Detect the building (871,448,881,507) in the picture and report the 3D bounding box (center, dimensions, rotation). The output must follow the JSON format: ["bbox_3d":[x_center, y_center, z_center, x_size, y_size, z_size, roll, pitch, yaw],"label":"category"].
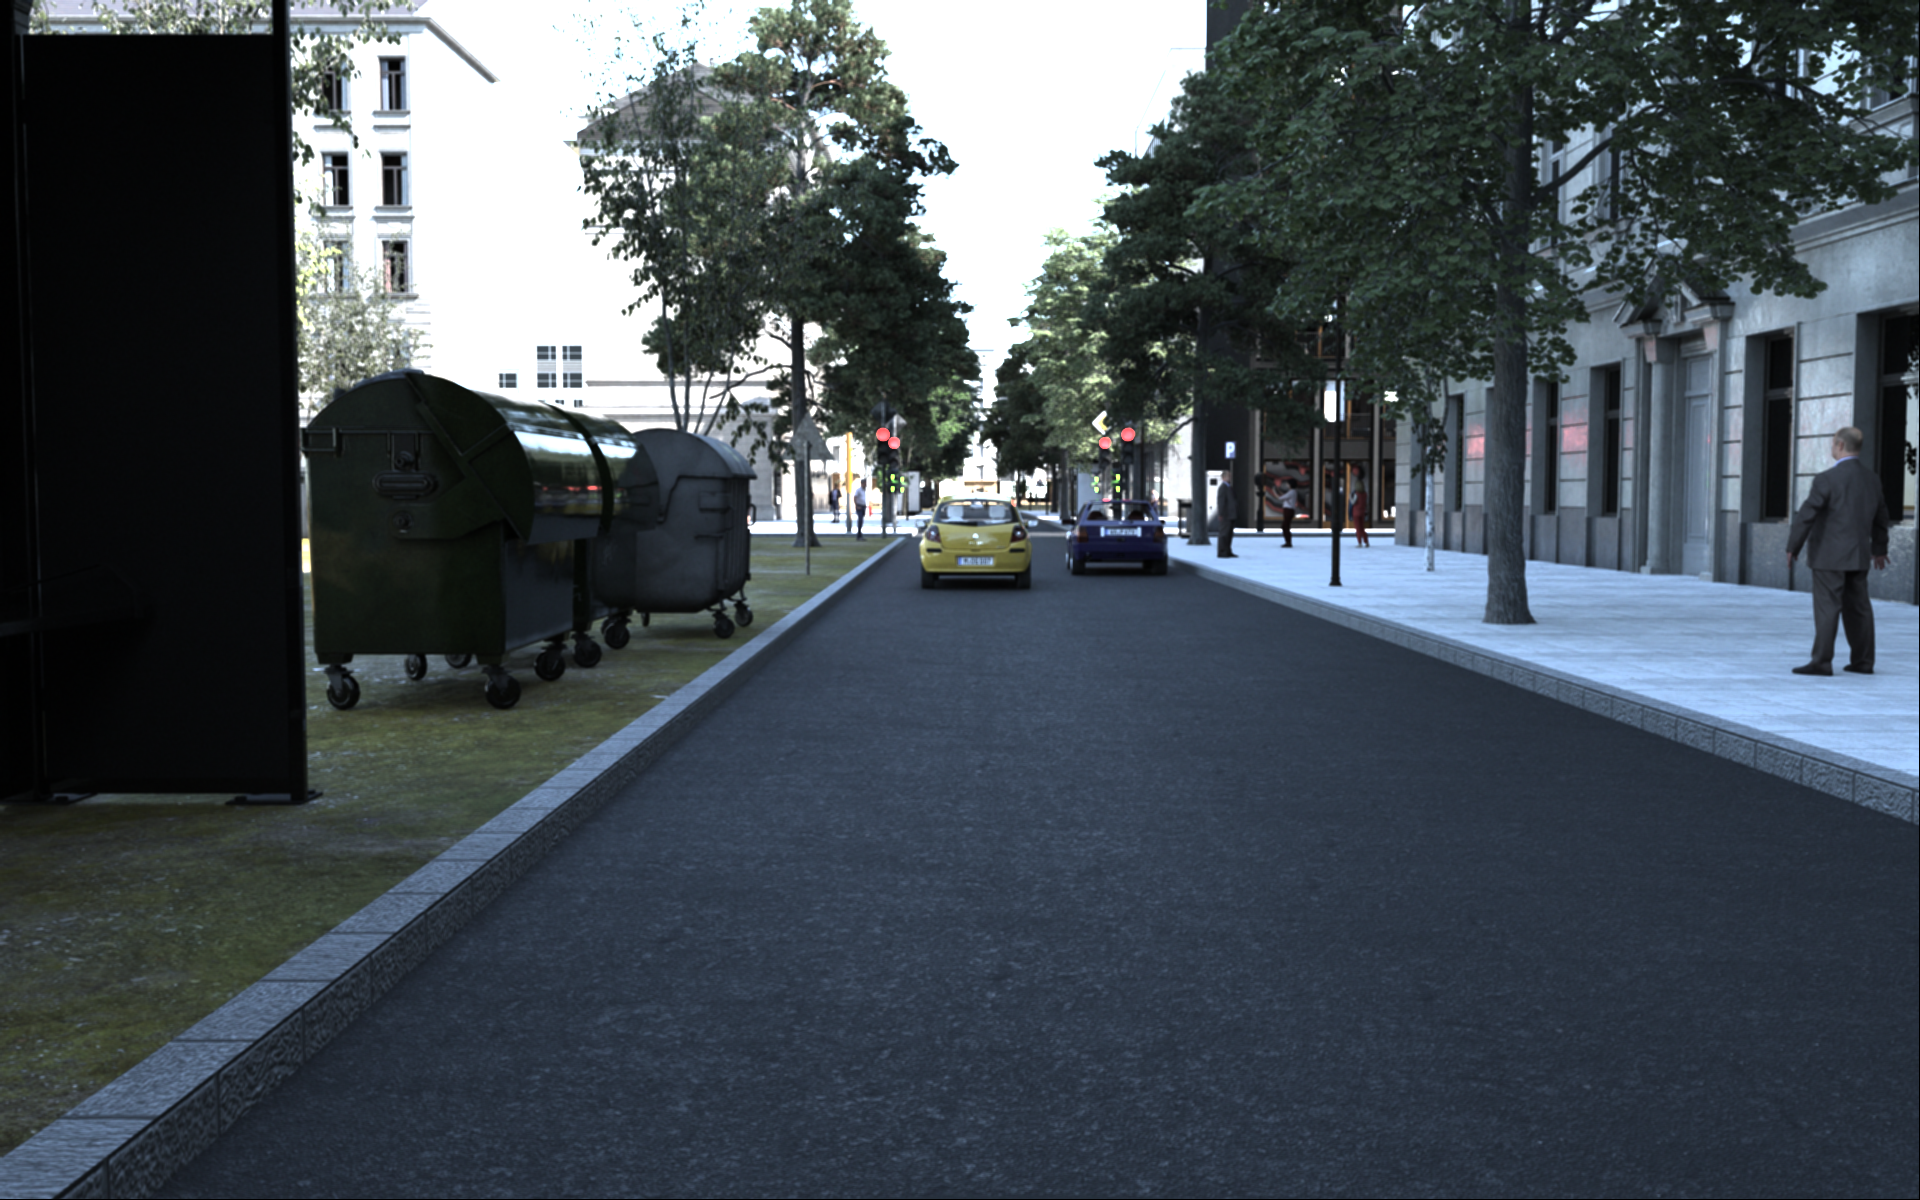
[{"bbox_3d":[-15.496,-19.702,178.541,16.016,20.091,11.380,0,3,0],"label":"building"}]

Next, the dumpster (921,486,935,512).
[{"bbox_3d":[-2.495,-7.438,127.368,1.264,1.857,1.865,0,4,0],"label":"dumpster"}]

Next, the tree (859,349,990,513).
[{"bbox_3d":[-2.766,-12.824,116.335,9.857,13.997,8.962,0,3,0],"label":"tree"}]

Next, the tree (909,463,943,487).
[{"bbox_3d":[-3.343,-15.212,170.776,6.751,12.117,7.091,0,3,0],"label":"tree"}]

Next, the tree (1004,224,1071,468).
[{"bbox_3d":[5.513,-8.866,63.086,7.486,12.596,7.792,0,3,0],"label":"tree"}]

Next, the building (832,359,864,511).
[{"bbox_3d":[-15.726,-17.293,139.165,16.016,20.091,11.380,0,3,0],"label":"building"}]

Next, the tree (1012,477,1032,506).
[{"bbox_3d":[6.710,-11.322,179.713,1.663,3.219,1.824,0,3,0],"label":"tree"}]

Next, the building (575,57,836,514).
[{"bbox_3d":[-15.406,-19.974,113.961,14.401,28.519,23.554,0,3,0],"label":"building"}]

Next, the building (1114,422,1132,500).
[{"bbox_3d":[17.010,-17.512,122.475,11.583,22.565,21.152,0,3,0],"label":"building"}]

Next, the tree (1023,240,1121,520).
[{"bbox_3d":[5.506,-10.998,87.248,7.806,13.903,7.818,0,3,0],"label":"tree"}]

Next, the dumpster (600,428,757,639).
[{"bbox_3d":[-2.603,-0.627,16.007,1.264,1.857,1.865,0,4,0],"label":"dumpster"}]

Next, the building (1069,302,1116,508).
[{"bbox_3d":[18.783,-17.714,156.087,16.747,18.905,31.486,0,3,0],"label":"building"}]

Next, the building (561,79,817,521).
[{"bbox_3d":[-13.175,-14.148,82.236,10.553,20.767,40.483,0,3,0],"label":"building"}]

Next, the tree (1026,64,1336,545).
[{"bbox_3d":[6.037,-7.430,43.529,6.751,12.117,7.091,0,3,0],"label":"tree"}]

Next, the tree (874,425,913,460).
[{"bbox_3d":[-5.201,-11.042,130.894,4.737,8.622,4.395,0,3,0],"label":"tree"}]

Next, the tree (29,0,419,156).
[{"bbox_3d":[-7.015,-3.990,15.595,4.360,8.622,3.978,0,3,0],"label":"tree"}]

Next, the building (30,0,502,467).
[{"bbox_3d":[-28.230,-13.381,67.928,18.267,20.994,9.793,0,3,0],"label":"building"}]

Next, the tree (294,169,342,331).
[{"bbox_3d":[-14.186,-5.073,33.310,4.737,8.622,4.395,0,3,0],"label":"tree"}]

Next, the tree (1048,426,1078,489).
[{"bbox_3d":[7.712,-9.823,110.974,4.360,8.622,3.978,0,3,0],"label":"tree"}]

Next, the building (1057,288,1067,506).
[{"bbox_3d":[24.372,-21.041,188.002,27.936,21.610,32.646,0,3,0],"label":"building"}]

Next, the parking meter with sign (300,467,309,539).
[{"bbox_3d":[-18.584,-3.249,49.376,1.738,3.016,0.543,2,4,24],"label":"parking meter with sign"}]

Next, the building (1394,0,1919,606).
[{"bbox_3d":[18.907,-15.005,21.741,17.030,29.872,44.131,0,3,0],"label":"building"}]

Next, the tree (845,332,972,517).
[{"bbox_3d":[-3.183,-10.509,97.577,9.928,11.665,9.643,0,3,0],"label":"tree"}]

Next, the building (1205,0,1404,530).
[{"bbox_3d":[18.345,-14.583,68.108,15.834,23.373,12.332,0,3,0],"label":"building"}]

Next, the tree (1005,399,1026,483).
[{"bbox_3d":[6.497,-12.050,119.072,6.751,12.117,7.091,0,3,0],"label":"tree"}]

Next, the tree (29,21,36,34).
[{"bbox_3d":[-16.250,-6.206,23.527,6.751,12.117,7.091,0,3,0],"label":"tree"}]

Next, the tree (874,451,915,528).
[{"bbox_3d":[-2.763,-4.336,65.501,1.663,3.219,1.824,0,3,0],"label":"tree"}]

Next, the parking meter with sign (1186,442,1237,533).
[{"bbox_3d":[8.309,-3.737,57.365,1.738,3.016,0.543,-2,4,-28],"label":"parking meter with sign"}]

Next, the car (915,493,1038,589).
[{"bbox_3d":[0.263,-1.070,27.715,2.015,1.641,3.980,0,4,1],"label":"car"}]

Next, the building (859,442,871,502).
[{"bbox_3d":[-21.051,-17.388,226.447,28.070,9.664,9.099,0,3,0],"label":"building"}]

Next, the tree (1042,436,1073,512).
[{"bbox_3d":[7.412,-10.769,126.437,4.737,8.622,4.395,0,3,0],"label":"tree"}]

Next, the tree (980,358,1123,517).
[{"bbox_3d":[6.027,-9.957,97.217,7.601,10.594,8.767,1,4,15],"label":"tree"}]

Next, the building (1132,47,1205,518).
[{"bbox_3d":[17.137,-17.363,101.904,12.078,24.808,19.932,0,3,0],"label":"building"}]

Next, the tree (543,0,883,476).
[{"bbox_3d":[-3.403,-4.407,22.421,4.360,8.622,3.978,0,3,0],"label":"tree"}]

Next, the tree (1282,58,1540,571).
[{"bbox_3d":[7.586,-4.784,28.574,4.360,8.622,3.978,0,3,0],"label":"tree"}]

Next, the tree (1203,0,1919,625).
[{"bbox_3d":[5.456,-6.012,16.422,7.486,12.596,7.792,0,3,0],"label":"tree"}]

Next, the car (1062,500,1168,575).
[{"bbox_3d":[2.868,-1.194,32.099,1.945,1.354,3.894,0,4,2],"label":"car"}]

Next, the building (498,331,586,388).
[{"bbox_3d":[-54.922,-20.171,196.254,31.486,18.905,16.747,0,3,0],"label":"building"}]

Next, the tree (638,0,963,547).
[{"bbox_3d":[-4.066,-8.224,41.879,7.806,13.903,7.818,0,3,0],"label":"tree"}]
